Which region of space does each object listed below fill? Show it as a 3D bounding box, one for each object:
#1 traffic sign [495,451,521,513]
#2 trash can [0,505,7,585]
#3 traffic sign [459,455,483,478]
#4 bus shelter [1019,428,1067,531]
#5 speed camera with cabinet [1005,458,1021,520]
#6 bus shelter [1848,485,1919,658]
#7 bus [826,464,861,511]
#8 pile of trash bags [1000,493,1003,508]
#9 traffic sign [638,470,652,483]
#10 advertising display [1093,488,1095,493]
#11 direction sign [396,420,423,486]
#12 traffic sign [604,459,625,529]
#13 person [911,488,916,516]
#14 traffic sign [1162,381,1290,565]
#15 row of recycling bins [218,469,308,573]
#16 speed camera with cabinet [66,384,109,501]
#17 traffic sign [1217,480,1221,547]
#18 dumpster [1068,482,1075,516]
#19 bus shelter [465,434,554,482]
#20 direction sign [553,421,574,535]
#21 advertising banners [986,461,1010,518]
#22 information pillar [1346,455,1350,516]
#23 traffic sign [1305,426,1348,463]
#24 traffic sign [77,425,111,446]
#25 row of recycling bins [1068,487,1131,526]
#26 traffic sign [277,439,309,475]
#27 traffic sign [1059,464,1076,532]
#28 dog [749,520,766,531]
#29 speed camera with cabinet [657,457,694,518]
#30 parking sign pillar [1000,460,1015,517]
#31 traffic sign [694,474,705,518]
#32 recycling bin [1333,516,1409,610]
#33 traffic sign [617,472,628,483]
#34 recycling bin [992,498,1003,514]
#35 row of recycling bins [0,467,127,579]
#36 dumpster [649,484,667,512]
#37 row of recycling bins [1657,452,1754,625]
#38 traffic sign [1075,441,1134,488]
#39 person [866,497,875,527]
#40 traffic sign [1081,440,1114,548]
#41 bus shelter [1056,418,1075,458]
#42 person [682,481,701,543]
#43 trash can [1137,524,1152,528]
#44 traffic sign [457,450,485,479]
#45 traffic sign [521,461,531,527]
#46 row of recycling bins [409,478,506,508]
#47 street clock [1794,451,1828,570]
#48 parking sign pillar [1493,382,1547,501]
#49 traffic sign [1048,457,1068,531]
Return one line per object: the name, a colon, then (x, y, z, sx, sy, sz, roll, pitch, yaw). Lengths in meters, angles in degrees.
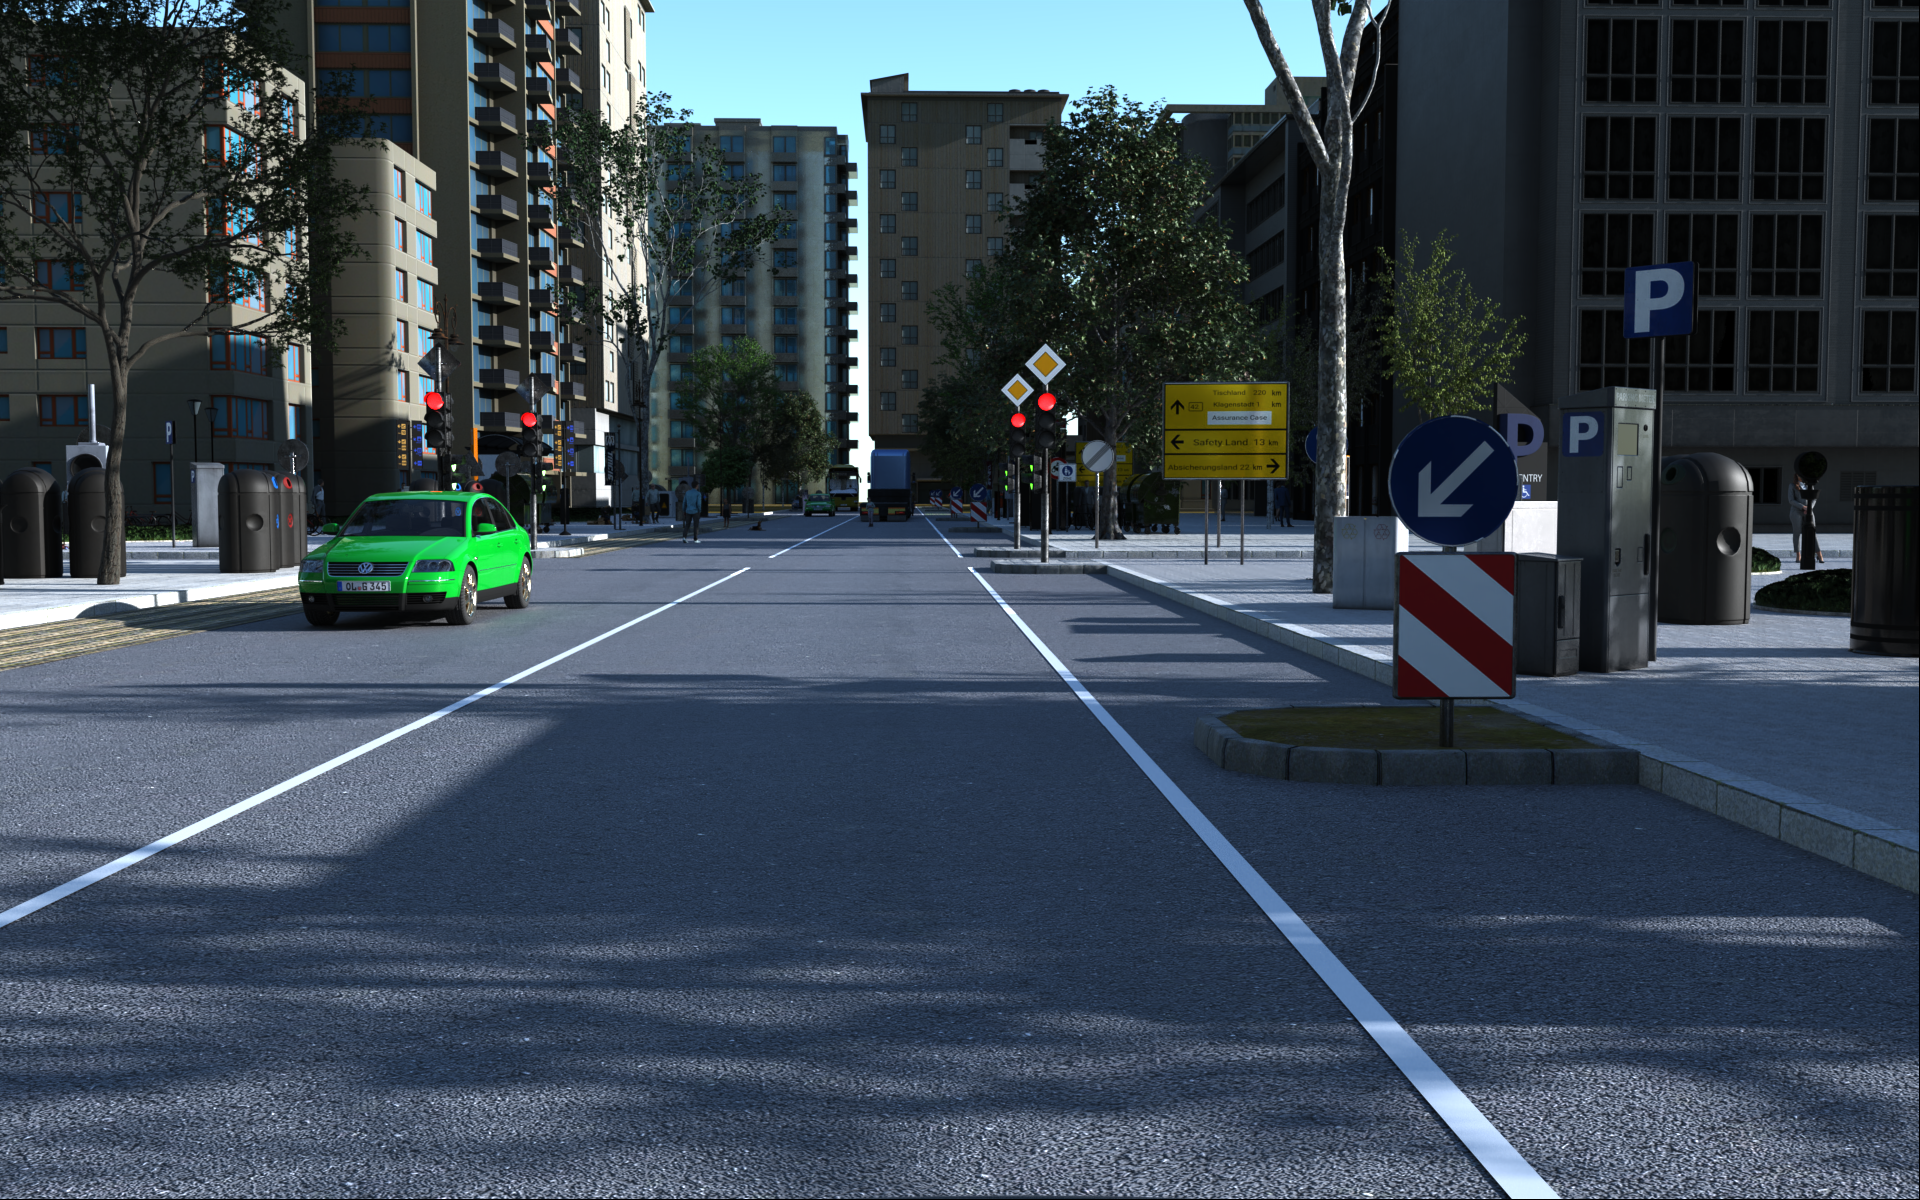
traffic sign: (-13.493, -3.156, 51.713, 0.768, 2.556, 0.104, 0, 4, 0)
trash can: (-13.194, -0.709, 23.249, 0.748, 1.137, 0.748, 0, 3, 0)
traffic sign: (-15.531, -3.356, 54.972, 0.768, 2.556, 0.104, 0, 4, 3)
bus shelter: (2.860, -4.429, 63.695, 1.731, 3.624, 6.357, 0, 4, -2)
speed camera with cabinet: (2.827, -5.488, 84.068, 0.660, 3.252, 2.038, -1, 4, -22)
bus shelter: (7.539, -1.972, 9.873, 2.179, 5.291, 8.768, 0, 4, -2)
bus: (-9.837, -9.482, 146.574, 2.896, 3.916, 12.252, 0, 4, -4)
pile of trash bags: (3.531, -5.637, 101.915, 3.447, 1.369, 1.912, 2, 4, 35)
traffic sign: (-16.088, -5.402, 88.428, 0.768, 2.556, 0.104, 0, 4, 7)
advertising display: (6.672, -4.920, 85.653, 0.974, 1.923, 0.123, 1, 4, 16)
direction sign: (-16.874, -3.740, 53.150, 0.379, 3.537, 0.876, 3, 5, 40)
traffic sign: (-12.693, -3.885, 63.627, 0.768, 2.556, 0.104, 0, 4, 4)
person: (-3.206, -6.411, 113.238, 0.656, 1.842, 0.836, 0, 4, -3)
traffic sign: (4.799, -2.293, 31.366, 2.265, 3.308, 0.079, 0, 4, 6)
row of recycling bins: (-11.960, -1.380, 29.682, 1.069, 1.692, 3.534, -1, 4, -10)
speed camera with cabinet: (-16.286, -2.241, 30.971, 2.038, 3.252, 0.660, -1, 4, -12)
traffic sign: (6.225, -2.538, 41.599, 0.768, 2.556, 0.104, 0, 4, 2)
dumpster: (5.985, -5.723, 96.057, 1.502, 2.255, 1.985, 0, 4, -2)
bus shelter: (-15.739, -4.108, 61.087, 2.014, 3.302, 5.546, 0, 4, -2)
direction sign: (-12.315, -3.787, 53.916, 0.379, 3.537, 0.876, 2, 4, 31)
advertising banners: (2.003, -5.869, 92.141, 0.090, 3.025, 2.074, 3, 4, 38)
information pillar: (7.225, -1.742, 32.979, 0.304, 2.012, 0.304, 2, 4, 24)
traffic sign: (6.645, -1.919, 31.474, 0.768, 2.556, 0.104, 0, 4, 5)
traffic sign: (-15.822, -1.938, 31.793, 0.768, 2.556, 0.104, 0, 4, -1)
row of recycling bins: (5.415, -3.817, 69.523, 3.534, 1.692, 1.069, 1, 4, 11)
traffic sign: (-15.401, -2.440, 40.001, 0.768, 2.556, 0.104, 0, 4, 8)
traffic sign: (3.607, -3.432, 58.250, 0.606, 2.300, 0.079, 0, 3, 0)
dog: (-7.984, -2.924, 67.995, 0.550, 0.427, 0.748, -2, 4, -32)
speed camera with cabinet: (-15.152, -5.993, 92.327, 2.038, 3.252, 0.660, 2, 4, 25)
parking sign pillar: (2.896, -6.732, 98.545, 1.447, 3.967, 1.447, 0, 4, 2)
traffic sign: (-13.375, -5.307, 88.903, 0.606, 2.300, 0.079, 0, 4, 4)
recycling bin: (4.631, -0.426, 19.520, 0.722, 1.027, 0.722, 2, 4, 24)
traffic sign: (-17.389, -5.445, 88.754, 0.795, 2.593, 0.064, 0, 4, 5)
recycling bin: (2.592, -6.224, 114.317, 0.722, 1.027, 0.722, 2, 4, 30)
row of recycling bins: (-14.663, -1.195, 26.647, 3.534, 1.692, 1.069, 0, 4, -2)
dumpster: (-18.120, -5.927, 102.671, 1.264, 1.857, 1.865, 0, 4, -2)
row of recycling bins: (7.575, -0.703, 18.612, 1.069, 1.692, 3.534, 0, 4, 5)
traffic sign: (5.544, -4.451, 66.654, 2.265, 3.308, 0.079, 0, 4, 0)
person: (-3.936, -3.879, 76.203, 0.425, 1.301, 0.394, 0, 4, 5)
traffic sign: (3.248, -2.502, 41.014, 0.768, 2.556, 0.104, 0, 4, 0)
bus shelter: (4.615, -6.796, 88.754, 2.179, 5.291, 8.768, 0, 4, -2)
person: (-7.889, -2.587, 50.819, 0.660, 1.820, 0.620, 1, 4, 19)
trash can: (6.923, -3.274, 65.185, 0.748, 1.137, 0.748, 0, 3, 0)
traffic sign: (-14.447, -3.125, 51.090, 0.884, 2.594, 0.081, 0, 4, 6)
traffic sign: (-16.692, -4.073, 66.697, 0.768, 2.556, 0.104, 0, 4, 0)
row of recycling bins: (-13.231, -2.353, 45.581, 1.069, 1.692, 3.534, 1, 4, 20)
street clock: (14.384, -1.514, 29.331, 0.471, 2.002, 0.358, 1, 4, 8)
parking sign pillar: (13.592, -3.277, 42.057, 1.447, 3.967, 1.447, -1, 4, -20)
traffic sign: (3.368, -3.646, 59.716, 0.768, 2.556, 0.104, 0, 4, 7)
